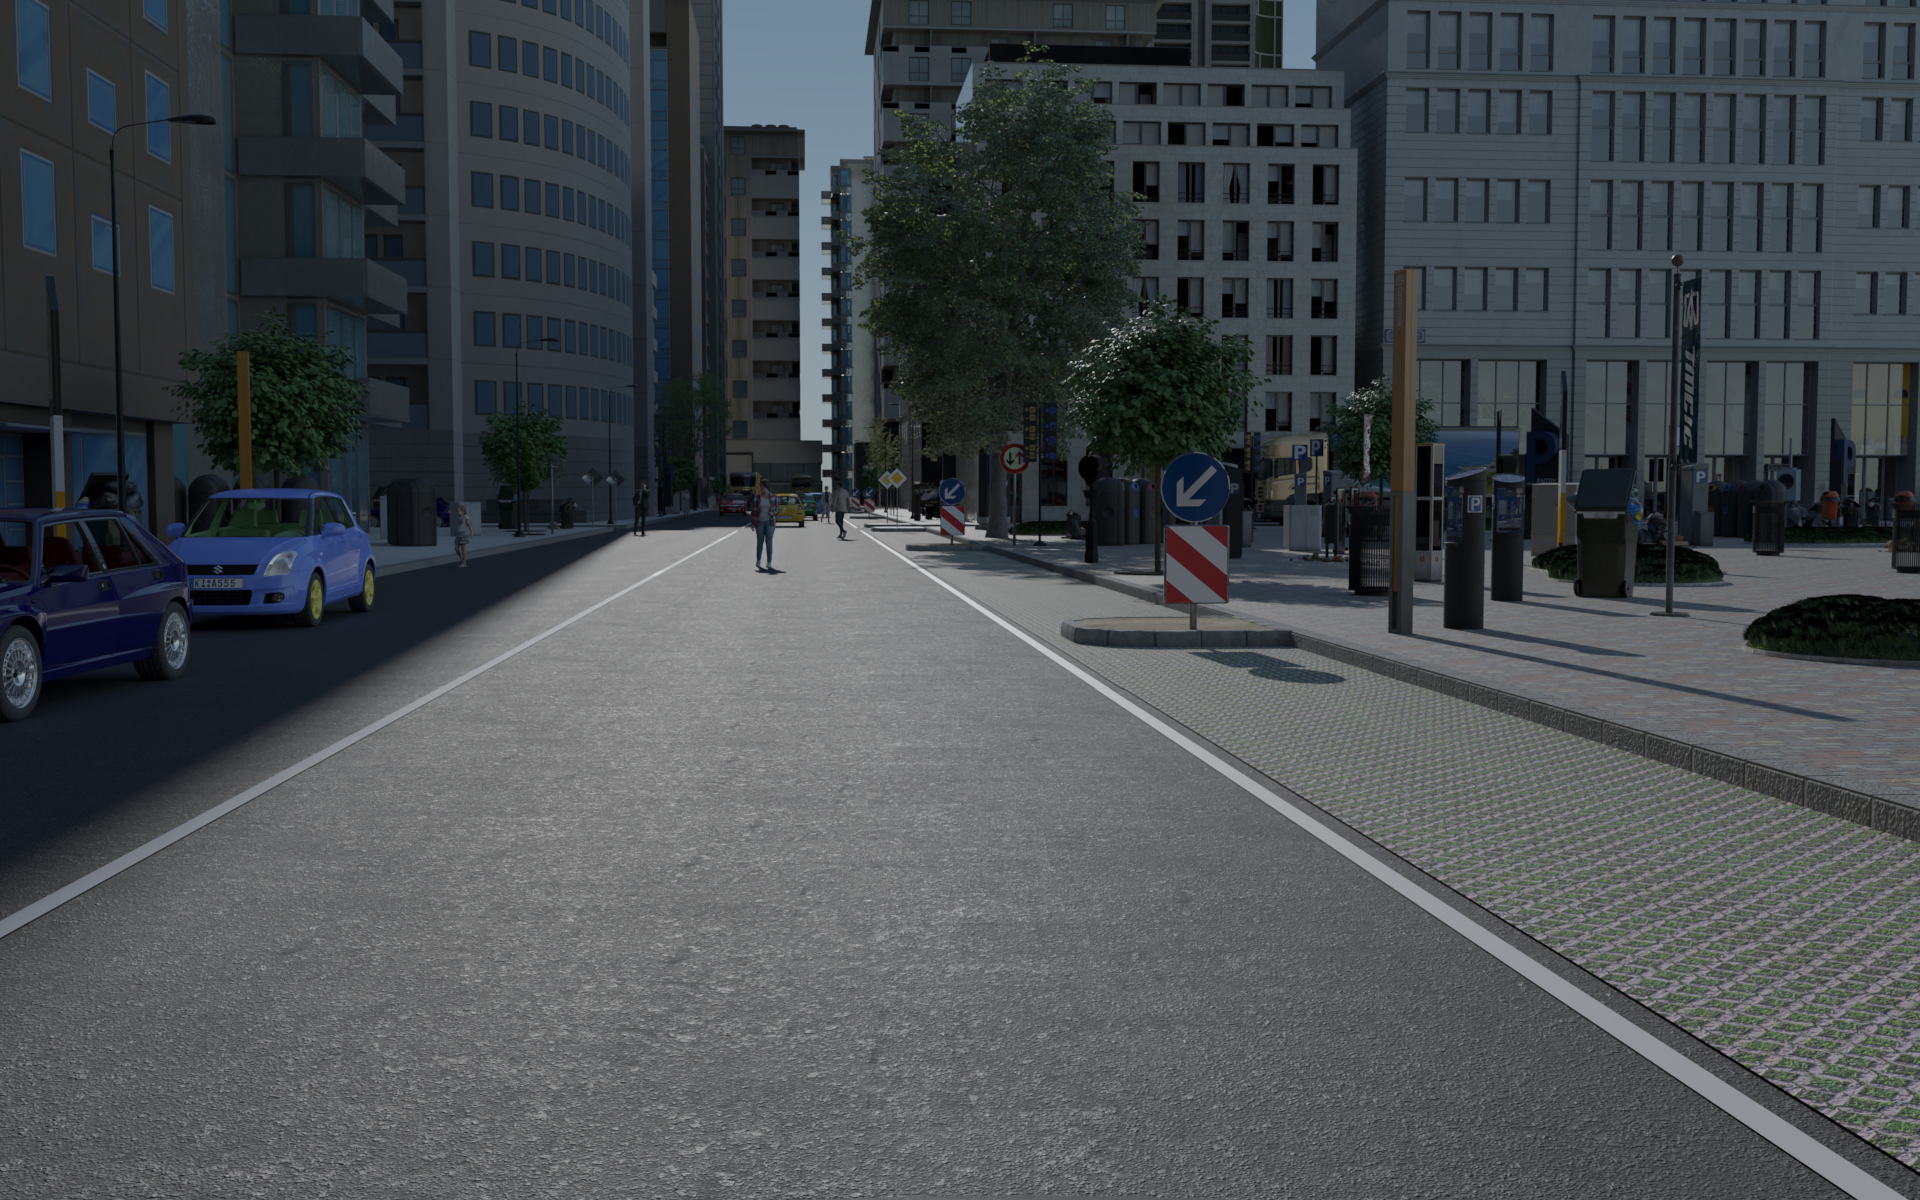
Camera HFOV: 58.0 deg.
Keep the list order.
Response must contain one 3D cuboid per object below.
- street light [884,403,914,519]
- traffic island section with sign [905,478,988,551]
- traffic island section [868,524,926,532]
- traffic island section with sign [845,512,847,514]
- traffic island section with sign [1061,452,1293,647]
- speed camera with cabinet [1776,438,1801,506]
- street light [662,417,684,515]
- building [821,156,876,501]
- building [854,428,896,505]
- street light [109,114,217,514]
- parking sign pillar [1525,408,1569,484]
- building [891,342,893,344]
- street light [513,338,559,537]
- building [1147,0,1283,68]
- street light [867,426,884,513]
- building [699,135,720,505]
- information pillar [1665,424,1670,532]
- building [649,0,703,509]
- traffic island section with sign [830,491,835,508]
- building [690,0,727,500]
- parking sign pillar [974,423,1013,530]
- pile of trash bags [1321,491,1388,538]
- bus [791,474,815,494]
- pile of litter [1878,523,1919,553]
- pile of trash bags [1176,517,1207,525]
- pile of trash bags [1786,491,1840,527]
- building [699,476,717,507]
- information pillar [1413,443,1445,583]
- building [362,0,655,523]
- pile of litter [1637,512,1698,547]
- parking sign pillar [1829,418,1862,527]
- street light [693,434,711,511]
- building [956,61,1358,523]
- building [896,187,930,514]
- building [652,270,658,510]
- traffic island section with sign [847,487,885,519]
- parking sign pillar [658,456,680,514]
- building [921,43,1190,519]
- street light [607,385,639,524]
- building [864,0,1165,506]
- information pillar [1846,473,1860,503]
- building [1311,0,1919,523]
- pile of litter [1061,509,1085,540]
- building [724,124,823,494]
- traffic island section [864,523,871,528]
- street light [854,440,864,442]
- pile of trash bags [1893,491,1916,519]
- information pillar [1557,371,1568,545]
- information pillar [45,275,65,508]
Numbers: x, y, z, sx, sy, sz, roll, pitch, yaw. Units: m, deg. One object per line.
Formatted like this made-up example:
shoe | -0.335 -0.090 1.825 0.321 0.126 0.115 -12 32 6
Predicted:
street light | -2.966 -7.102 88.655 1.470 5.913 1.316 0 4 -5
traffic island section with sign | -0.368 -2.156 43.886 1.989 1.847 2.006 0 4 -5
traffic island section | -2.388 -2.701 66.445 2.009 0.180 2.903 0 4 -5
traffic island section with sign | -7.787 -7.231 126.856 1.989 1.847 2.006 0 4 -5
traffic island section with sign | 2.040 -0.514 17.038 1.989 1.847 2.006 0 4 -5
speed camera with cabinet | 28.707 -4.111 61.554 2.038 3.252 0.660 3 5 41
street light | -17.195 -8.025 103.744 1.470 5.913 1.316 0 4 -5
building | -4.373 -38.284 245.553 30.456 49.044 23.786 0 4 -5
building | -1.303 -54.760 208.003 22.319 86.520 31.000 0 4 -5
street light | -9.781 -2.980 21.269 1.470 5.913 1.316 0 4 -5
parking sign pillar | 18.125 -3.979 53.536 1.447 3.967 1.447 -2 4 -35
building | 1.627 -18.132 138.257 13.314 21.916 24.055 0 4 -5
street light | -12.598 -4.829 51.496 1.470 5.913 1.316 0 4 -5
building | 35.307 -49.492 247.453 20.611 71.187 20.563 0 4 -5
street light | -5.648 -8.951 118.895 1.470 5.913 1.316 0 4 -5
building | -34.211 -31.105 192.157 14.154 41.232 14.086 0 4 -5
information pillar | 23.879 -4.084 58.132 0.183 3.616 0.504 0 4 2
building | -30.381 -30.810 153.857 14.600 45.320 14.200 0 4 -5
traffic island section with sign | -12.173 -10.222 175.750 1.989 1.847 2.006 0 4 -5
building | -39.448 -47.255 210.863 20.611 71.187 20.563 0 4 -5
parking sign pillar | 1.242 -4.515 62.285 1.447 3.967 1.447 3 5 42
pile of trash bags | 12.131 -2.616 52.518 1.912 1.369 3.447 2 4 25
bus | -19.137 -13.386 210.404 2.896 3.916 12.252 0 4 -4
pile of litter | 21.158 -1.501 38.506 1.719 0.858 1.176 -1 4 -9
pile of trash bags | 5.962 -2.481 50.309 3.447 1.369 1.912 0 4 -3
pile of trash bags | 27.735 -2.872 56.705 1.912 1.369 3.447 0 4 -3
building | -41.011 -29.391 172.426 32.217 40.220 23.993 0 4 -5
information pillar | 6.836 -1.270 25.252 0.304 2.012 0.304 -3 5 -41
building | -27.169 -33.230 85.303 21.231 58.520 28.212 0 4 -5
pile of litter | 16.894 -1.685 41.520 1.719 0.858 1.176 0 4 -2
parking sign pillar | 31.593 -4.497 61.994 1.447 3.967 1.447 -3 5 -42
street light | -19.962 -9.874 133.976 1.470 5.913 1.316 0 4 -5
building | 8.642 -13.830 80.868 16.860 20.320 10.420 0 4 -5
building | 3.092 -16.634 113.761 13.314 21.916 24.055 0 4 -5
building | -36.541 -16.954 122.229 27.650 21.520 28.899 0 4 -5
traffic island section with sign | -5.365 -5.574 99.757 1.989 1.847 2.006 0 4 -5
parking sign pillar | -18.811 -7.544 111.814 1.447 3.967 1.447 0 4 -2
building | 4.570 -16.158 93.861 12.332 23.373 15.834 0 4 -5
street light | -14.315 -6.176 73.523 1.470 5.913 1.316 0 4 -5
building | 4.964 -36.150 180.283 28.713 52.752 27.495 0 4 -5
information pillar | 30.935 -3.397 60.038 0.304 2.012 0.304 -3 4 -37
building | 32.943 -18.682 82.937 29.804 29.767 11.434 0 4 -5
pile of litter | 3.474 -2.173 49.499 1.176 0.858 1.719 0 4 3
building | -33.495 -40.156 245.789 27.495 52.752 28.713 0 4 -5
traffic island section | -3.099 -3.188 74.399 2.009 0.180 2.903 0 4 -5
street light | -8.404 -10.800 149.128 1.470 5.913 1.316 0 4 -5
pile of trash bags | 53.024 -5.419 98.361 1.912 1.369 3.447 1 4 13
information pillar | 11.382 -2.530 32.720 0.183 3.616 0.504 1 4 14
information pillar | -9.612 -1.656 18.432 0.183 3.616 0.504 -2 4 -32
